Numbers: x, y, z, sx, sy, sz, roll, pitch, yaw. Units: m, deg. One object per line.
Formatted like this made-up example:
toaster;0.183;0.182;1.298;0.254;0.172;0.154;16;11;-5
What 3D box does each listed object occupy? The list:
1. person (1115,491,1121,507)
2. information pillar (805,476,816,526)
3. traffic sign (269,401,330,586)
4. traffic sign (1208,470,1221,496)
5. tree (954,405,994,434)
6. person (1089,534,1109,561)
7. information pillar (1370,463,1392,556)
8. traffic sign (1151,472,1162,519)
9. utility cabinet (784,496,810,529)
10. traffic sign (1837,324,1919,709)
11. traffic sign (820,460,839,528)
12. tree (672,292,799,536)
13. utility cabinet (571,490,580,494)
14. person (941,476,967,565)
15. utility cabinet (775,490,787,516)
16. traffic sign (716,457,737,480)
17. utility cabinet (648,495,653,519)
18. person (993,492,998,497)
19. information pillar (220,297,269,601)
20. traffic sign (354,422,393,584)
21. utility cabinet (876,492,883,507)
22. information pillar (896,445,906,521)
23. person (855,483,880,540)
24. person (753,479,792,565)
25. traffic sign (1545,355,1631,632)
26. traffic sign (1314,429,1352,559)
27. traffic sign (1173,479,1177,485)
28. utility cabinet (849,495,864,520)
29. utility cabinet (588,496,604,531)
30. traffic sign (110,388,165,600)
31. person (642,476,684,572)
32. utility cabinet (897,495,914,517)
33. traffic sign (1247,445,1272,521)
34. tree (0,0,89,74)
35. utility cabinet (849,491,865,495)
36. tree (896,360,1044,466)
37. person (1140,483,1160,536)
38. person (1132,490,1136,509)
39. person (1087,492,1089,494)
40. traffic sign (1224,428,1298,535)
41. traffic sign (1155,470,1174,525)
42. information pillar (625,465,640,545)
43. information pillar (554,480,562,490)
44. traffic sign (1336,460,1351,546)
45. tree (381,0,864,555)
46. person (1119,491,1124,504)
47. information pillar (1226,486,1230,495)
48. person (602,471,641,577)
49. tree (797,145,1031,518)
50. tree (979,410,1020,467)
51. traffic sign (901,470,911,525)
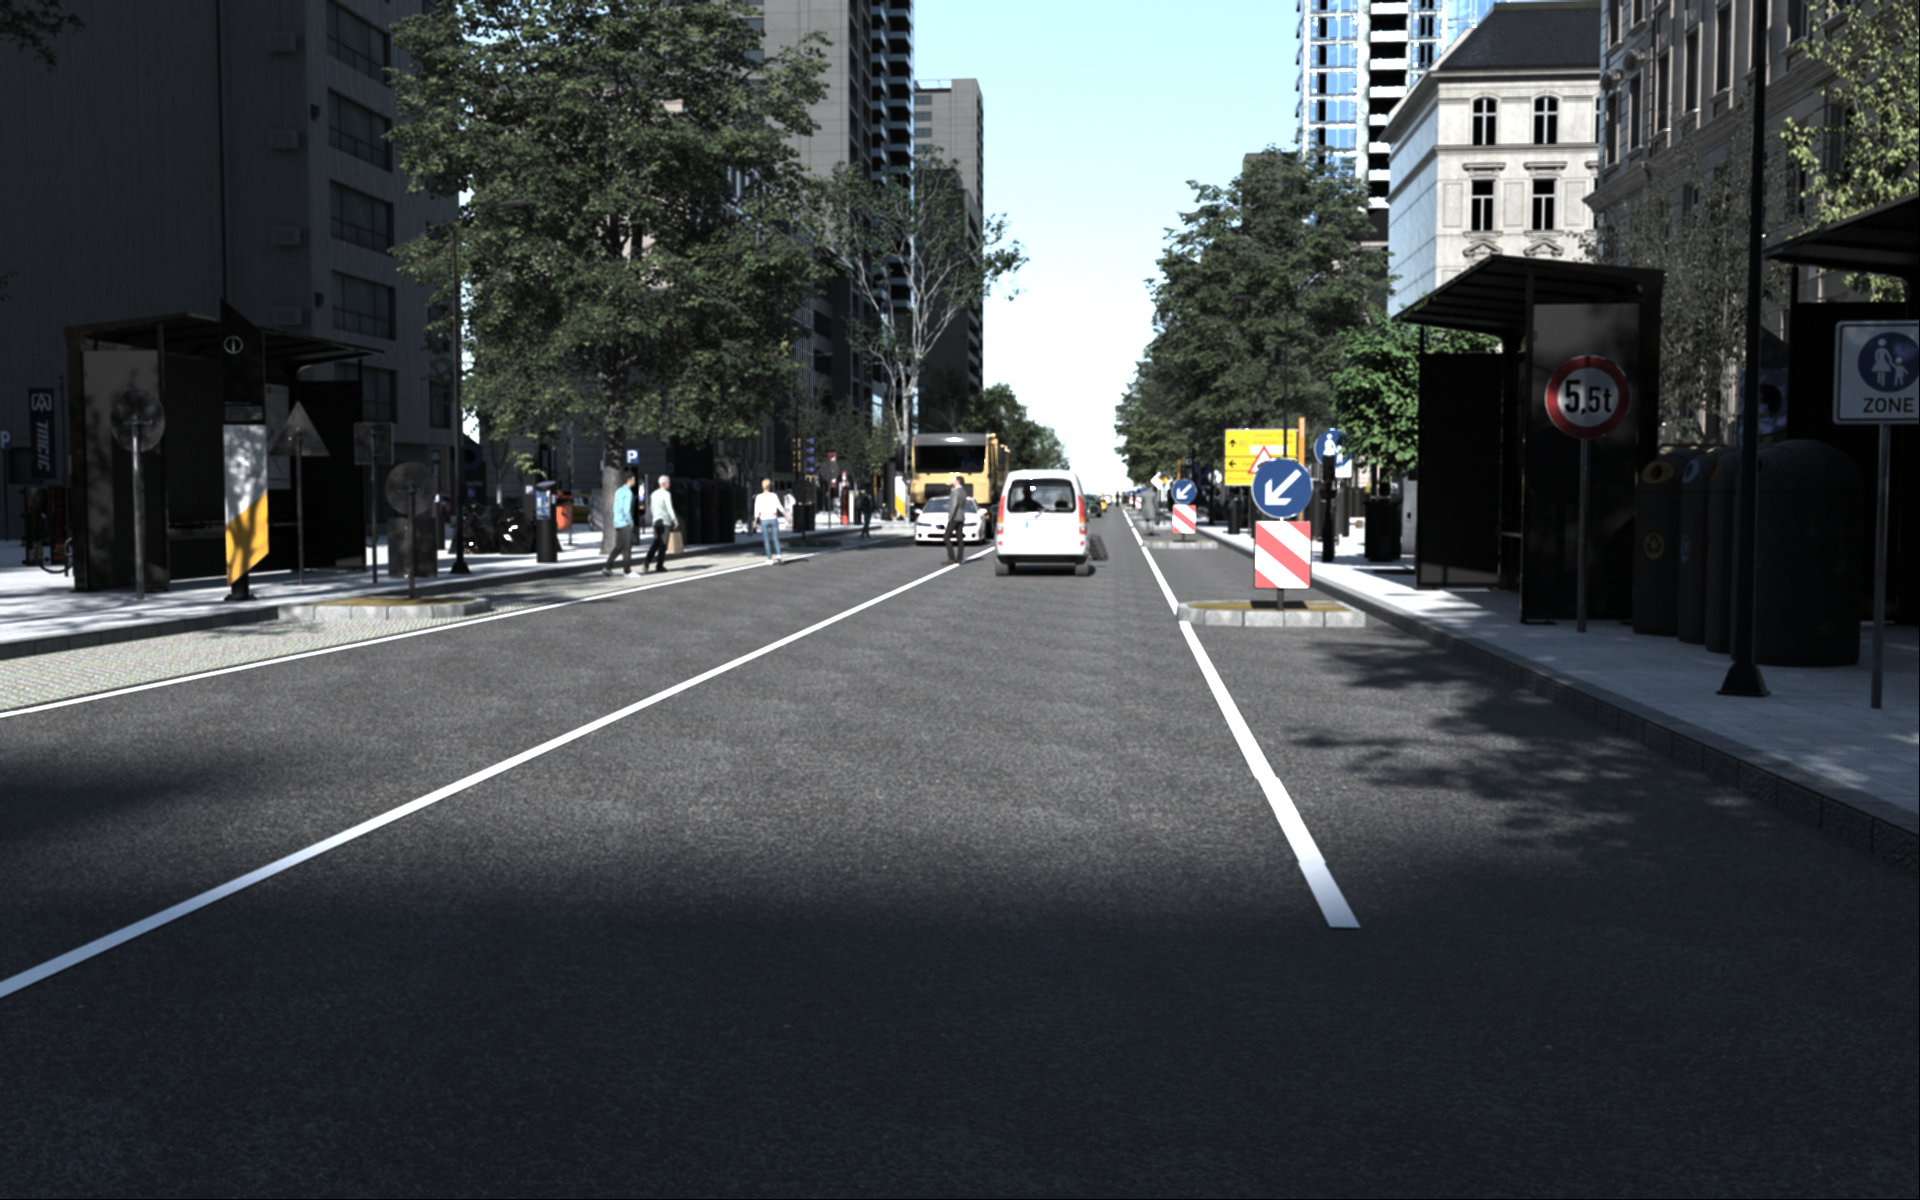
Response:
person;17.923;-11.503;196.544;0.705;1.831;1.348;-1;4;-22
information pillar;-6.042;-4.016;70.155;0.304;2.012;0.304;3;5;43
traffic sign;-9.238;-1.481;24.214;0.884;2.594;0.081;0;4;6
traffic sign;13.747;-5.704;93.359;0.768;2.556;0.104;1;4;14
tree;0.994;-11.449;137.548;4.737;8.622;4.395;0;3;0
person;2.535;-1.715;36.762;1.509;1.804;0.699;-2;4;-33
information pillar;8.127;-1.772;33.472;0.304;2.012;0.304;-1;4;-14
traffic sign;9.088;-4.608;78.984;0.795;2.450;0.064;0;4;5
utility cabinet;-6.003;-3.234;64.041;1.020;1.237;0.306;2;4;33
traffic sign;5.487;-0.500;10.302;0.606;2.300;0.079;0;4;7
traffic sign;-4.918;-3.983;65.220;0.768;2.556;0.104;1;4;12
tree;-6.557;-6.259;52.699;4.737;8.622;4.395;0;3;0
utility cabinet;-19.405;-4.794;87.058;0.318;1.500;1.173;-2;4;-30
person;-0.110;-1.630;35.334;0.473;1.802;0.592;3;5;41
utility cabinet;-10.291;-5.703;101.921;1.173;1.500;0.318;0;4;-7
traffic sign;-8.100;-3.656;59.878;0.768;2.556;0.104;1;4;9
utility cabinet;-16.284;-4.874;90.850;1.020;1.237;0.306;3;5;39
person;1.465;-3.419;64.611;0.699;1.804;1.509;-2;4;-32
information pillar;-8.585;-1.799;20.768;0.504;3.616;0.183;-1;4;-15
traffic sign;-8.364;-1.381;24.704;0.606;2.300;0.079;1;4;14
utility cabinet;-7.008;-8.798;152.530;0.318;1.500;1.173;2;4;28
information pillar;-2.846;-5.593;82.795;0.504;3.616;0.183;2;4;29
person;-2.896;-2.767;54.095;0.721;1.781;0.623;1;4;8
person;-3.748;-1.581;35.015;0.731;1.740;0.598;-2;4;-28
traffic sign;5.775;-0.973;16.013;0.768;2.556;0.104;0;4;6
traffic sign;7.333;-2.073;34.006;0.768;2.556;0.104;1;4;9
traffic sign;18.662;-9.106;148.981;0.768;2.556;0.104;1;4;14
utility cabinet;-4.976;-4.541;85.402;1.020;1.237;0.306;0;4;5
utility cabinet;-12.486;-3.007;60.332;0.306;1.237;1.020;2;4;35
traffic sign;-9.943;-1.274;20.930;0.768;2.556;0.104;1;4;14
person;-5.394;-1.376;31.490;0.782;1.767;0.515;3;5;43
utility cabinet;-3.009;-5.230;96.677;1.020;1.237;0.306;-1;4;-10
traffic sign;8.094;-2.824;46.181;0.884;2.594;0.081;0;4;7
tree;-10.400;-4.756;12.181;8.767;10.594;7.601;1;4;8
utility cabinet;-6.350;-6.066;107.861;1.173;1.500;0.318;-1;4;-11
tree;0.012;-11.376;120.412;8.767;10.594;7.601;-3;5;-40
person;6.540;-3.113;59.499;0.694;1.812;0.767;1;4;18
person;17.123;-9.884;170.234;0.705;1.807;1.348;-1;4;-12
person;17.188;-13.554;230.628;0.721;1.766;1.217;-1;4;-20
traffic sign;9.351;-3.673;53.931;2.265;3.308;0.079;0;4;7
traffic sign;8.376;-4.122;71.031;0.795;2.450;0.064;0;4;5
information pillar;-8.355;-2.417;44.018;0.304;2.012;0.304;3;5;42
information pillar;-21.017;-5.267;90.604;0.304;2.012;0.304;2;4;29
traffic sign;9.363;-2.492;42.868;0.606;2.300;0.079;1;4;14
tree;-7.208;-7.936;36.416;9.857;13.997;8.962;0;3;0
person;23.039;-14.503;245.621;0.705;1.824;1.348;3;5;43
information pillar;18.577;-7.906;120.622;0.183;3.616;0.504;-3;5;-45
person;-5.846;-1.304;29.834;0.620;1.820;0.660;-3;4;-38
tree;-1.651;-14.454;92.216;12.611;20.169;13.585;0;3;0
tree;2.841;-12.025;146.976;4.360;8.622;3.978;0;3;0
traffic sign;-2.075;-4.180;71.983;0.795;2.450;0.064;0;4;5
